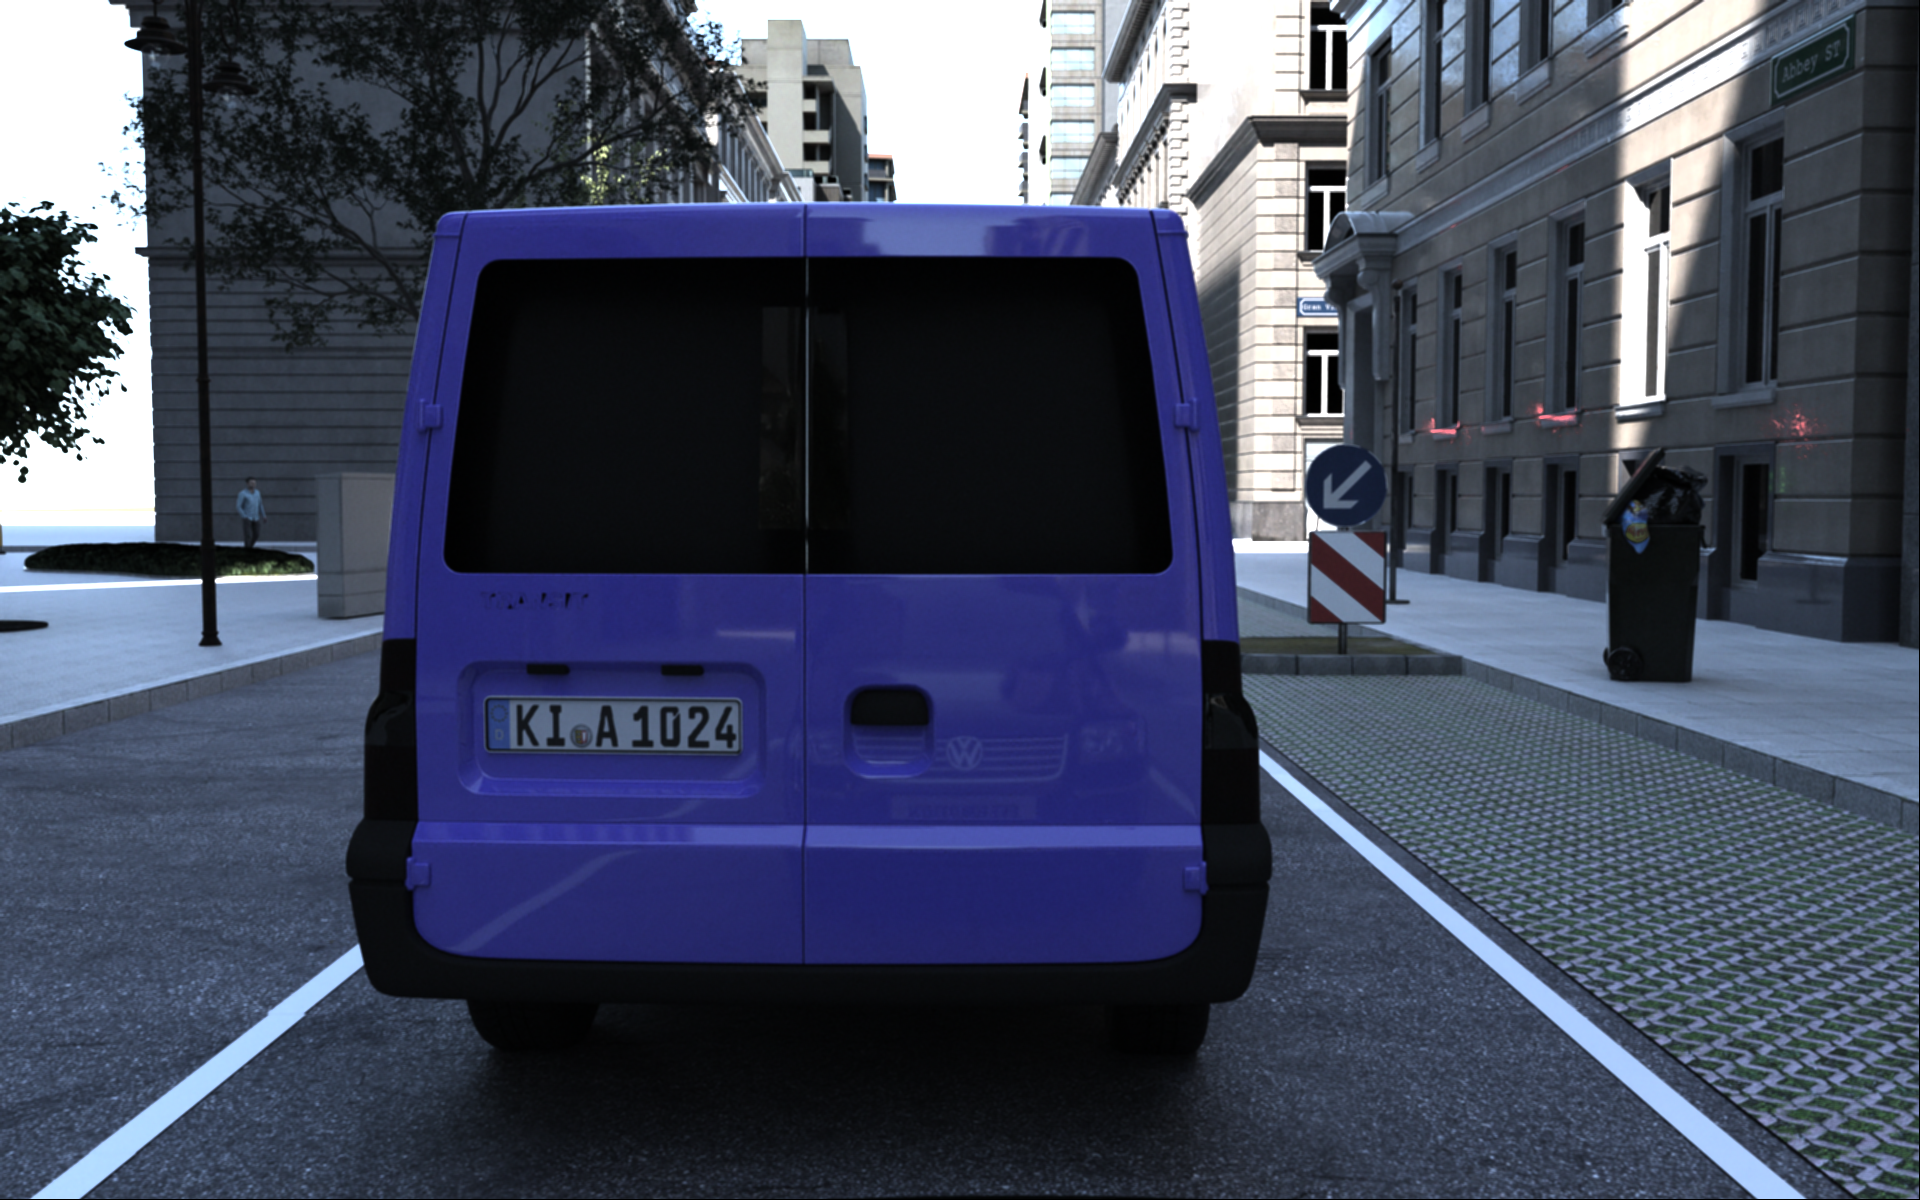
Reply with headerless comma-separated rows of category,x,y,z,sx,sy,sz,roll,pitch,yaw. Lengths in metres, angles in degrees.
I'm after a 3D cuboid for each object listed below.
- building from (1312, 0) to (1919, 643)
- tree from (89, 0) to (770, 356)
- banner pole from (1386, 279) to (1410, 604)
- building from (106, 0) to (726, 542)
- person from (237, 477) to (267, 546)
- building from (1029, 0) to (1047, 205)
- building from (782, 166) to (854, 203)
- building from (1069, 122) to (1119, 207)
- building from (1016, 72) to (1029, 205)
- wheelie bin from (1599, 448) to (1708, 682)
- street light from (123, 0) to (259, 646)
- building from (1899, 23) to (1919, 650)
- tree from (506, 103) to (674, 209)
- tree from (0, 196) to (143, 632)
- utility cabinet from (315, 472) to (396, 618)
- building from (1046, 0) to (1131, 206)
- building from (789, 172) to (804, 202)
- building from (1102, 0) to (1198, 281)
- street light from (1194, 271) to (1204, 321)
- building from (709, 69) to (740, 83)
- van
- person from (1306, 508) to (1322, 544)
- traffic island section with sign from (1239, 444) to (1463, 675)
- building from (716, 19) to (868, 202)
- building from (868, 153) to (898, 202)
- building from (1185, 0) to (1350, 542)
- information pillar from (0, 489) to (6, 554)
building,13.762,-14.552,23.836,13.634,28.700,20.117,0,4,0
tree,-7.101,-5.439,23.344,8.767,10.594,7.601,-2,4,-26
banner pole,5.021,-1.837,20.051,0.401,3.779,0.863,1,4,17
building,-15.867,-13.190,57.461,13.314,21.916,24.055,0,4,0
person,-15.908,-1.851,38.788,0.620,1.820,0.660,2,4,24
building,19.948,-34.312,150.247,28.713,52.752,27.495,0,4,0
building,-16.835,-23.534,156.485,14.160,30.474,14.107,0,4,0
building,11.465,-15.182,99.139,10.553,20.767,40.483,0,4,0
building,17.103,-32.063,178.847,22.147,44.769,28.867,0,4,0
wheelie bin,4.826,-0.254,12.059,0.693,1.594,0.980,1,4,18
street light,-6.359,-2.552,14.512,0.468,5.910,1.993,0,4,0
building,13.992,-11.373,3.969,12.078,24.808,19.932,0,4,0
tree,-7.247,-4.998,32.083,4.737,8.622,4.395,0,3,0
tree,-9.447,-1.991,16.260,4.285,4.588,4.351,0,3,0
utility cabinet,-6.340,-0.585,18.241,0.318,1.500,1.173,1,4,10
building,13.362,-27.288,129.751,14.154,41.232,14.086,0,4,0
building,-14.798,-16.233,101.574,11.583,22.565,21.152,0,4,0
building,12.018,-14.673,68.789,11.050,23.489,19.941,0,4,0
street light,4.718,-3.867,36.014,0.468,5.910,1.993,0,4,0
building,-14.859,-14.915,80.009,11.583,22.565,21.152,0,4,0
van,-0.257,-0.105,6.103,2.240,2.365,5.245,0,4,1
person,9.101,-2.312,44.387,0.519,1.759,0.362,-2,4,-35
traffic island section with sign,2.956,-0.361,14.537,1.989,1.847,2.006,0,4,0
building,-20.620,-34.164,182.290,21.600,48.544,21.300,0,4,0
building,-22.357,-34.302,215.454,28.867,44.769,22.147,0,4,0
building,19.853,-15.521,51.028,25.104,27.353,12.463,0,4,0
information pillar,-20.628,-2.786,36.908,0.504,3.616,0.183,2,4,31
